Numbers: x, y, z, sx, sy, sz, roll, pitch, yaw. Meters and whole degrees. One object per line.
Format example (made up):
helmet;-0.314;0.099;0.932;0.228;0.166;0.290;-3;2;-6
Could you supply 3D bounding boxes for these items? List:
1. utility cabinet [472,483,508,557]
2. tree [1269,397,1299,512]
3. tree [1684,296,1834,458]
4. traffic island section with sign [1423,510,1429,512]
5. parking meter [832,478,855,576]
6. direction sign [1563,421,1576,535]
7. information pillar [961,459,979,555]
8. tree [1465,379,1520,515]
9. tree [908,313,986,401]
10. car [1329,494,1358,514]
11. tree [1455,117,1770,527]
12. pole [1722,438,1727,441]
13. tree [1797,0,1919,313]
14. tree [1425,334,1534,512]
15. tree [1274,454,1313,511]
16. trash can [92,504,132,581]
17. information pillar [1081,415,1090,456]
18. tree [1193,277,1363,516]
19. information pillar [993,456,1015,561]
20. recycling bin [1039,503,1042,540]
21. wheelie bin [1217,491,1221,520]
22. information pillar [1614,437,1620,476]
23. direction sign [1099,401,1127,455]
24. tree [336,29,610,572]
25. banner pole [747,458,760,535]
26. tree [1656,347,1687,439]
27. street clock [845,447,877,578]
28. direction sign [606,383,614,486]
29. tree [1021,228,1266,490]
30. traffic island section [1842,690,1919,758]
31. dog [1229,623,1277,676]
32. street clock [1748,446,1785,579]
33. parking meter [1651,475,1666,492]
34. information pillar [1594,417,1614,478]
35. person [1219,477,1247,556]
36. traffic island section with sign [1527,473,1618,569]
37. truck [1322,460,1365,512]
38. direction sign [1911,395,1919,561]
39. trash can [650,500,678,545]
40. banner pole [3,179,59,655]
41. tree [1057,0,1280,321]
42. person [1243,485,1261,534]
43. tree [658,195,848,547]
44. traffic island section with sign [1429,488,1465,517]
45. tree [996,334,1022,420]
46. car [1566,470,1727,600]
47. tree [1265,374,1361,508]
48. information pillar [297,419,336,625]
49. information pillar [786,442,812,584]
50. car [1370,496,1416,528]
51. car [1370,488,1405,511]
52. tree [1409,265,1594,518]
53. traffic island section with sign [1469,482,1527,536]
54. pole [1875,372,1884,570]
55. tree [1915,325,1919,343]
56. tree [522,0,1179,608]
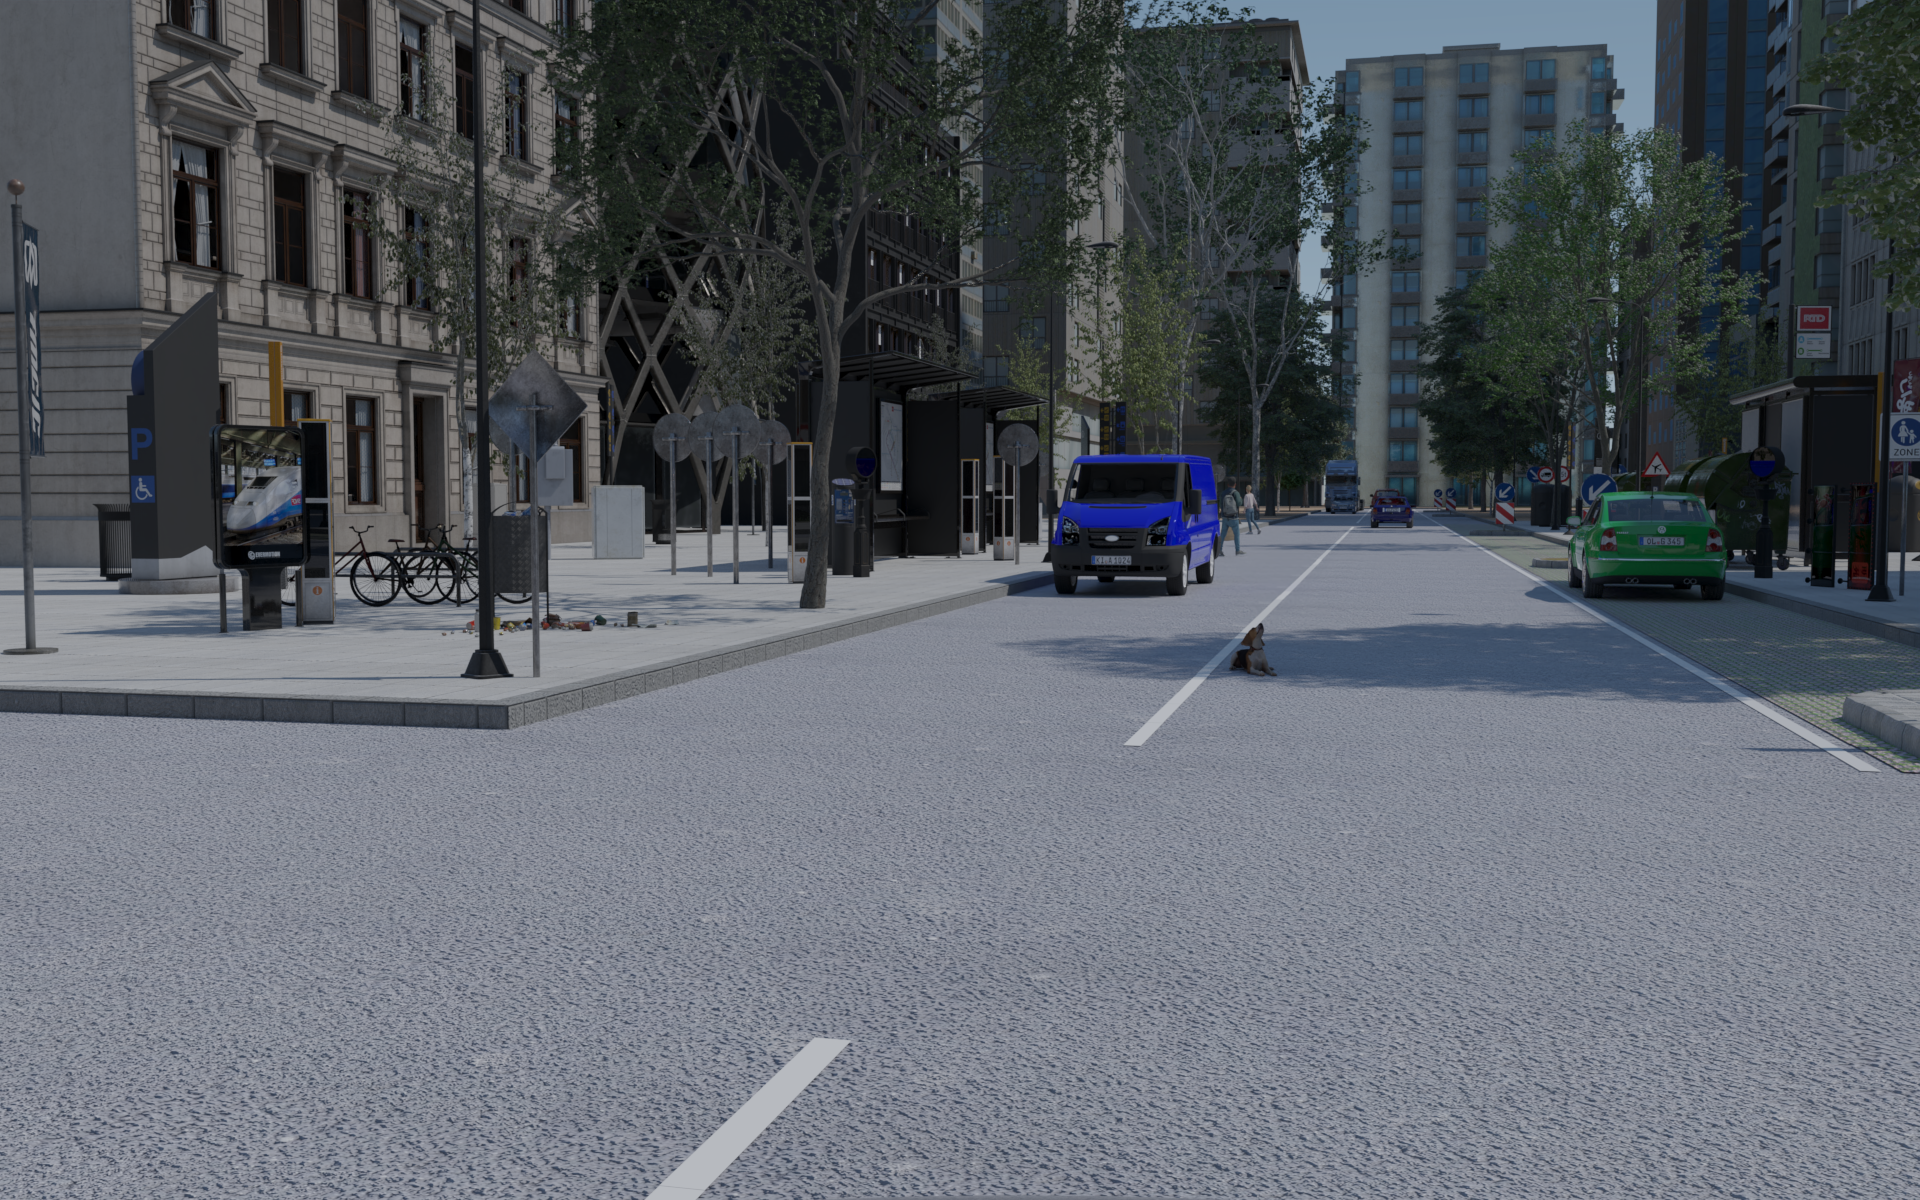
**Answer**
utility cabinet;-9.439;-1.593;34.723;0.318;1.500;1.173;-3;5;-39
tree;22.060;-10.424;120.797;4.737;8.622;4.395;0;3;0
tree;30.594;-7.040;65.474;4.737;8.622;4.395;0;3;0
traffic island section with sign;37.337;-7.774;135.735;1.989;1.847;2.006;1;4;14
parking meter;-1.840;-1.161;27.388;0.372;1.533;0.369;0;3;0
direction sign;19.150;-3.813;54.335;0.379;3.537;0.876;2;4;34
information pillar;0.212;-1.964;36.605;0.304;2.012;0.304;1;4;18
tree;31.943;-9.387;103.838;4.737;8.622;4.395;0;3;0
tree;-0.412;-7.317;69.988;4.360;8.622;3.978;0;3;0
car;27.699;-6.912;125.008;2.014;1.417;4.499;1;4;14
tree;17.672;-7.412;46.943;9.928;11.665;9.643;0;3;0
pole;27.697;-4.219;62.818;0.158;3.312;0.155;0;3;0
tree;11.130;-5.952;15.448;7.486;12.596;7.792;0;3;0
tree;37.407;-12.467;121.964;7.486;12.596;7.792;0;3;0
tree;25.254;-9.119;132.816;4.285;4.588;4.351;0;3;0
trash can;-12.444;-0.860;25.710;0.748;1.137;0.748;0;3;0
information pillar;3.709;-3.671;51.374;0.183;3.616;0.504;-1;4;-21
tree;18.326;-11.905;101.309;9.857;13.997;8.962;0;3;0
information pillar;0.846;-1.763;33.309;0.304;2.012;0.304;-3;5;-40
recycling bin;1.876;-2.213;48.738;0.722;1.027;0.722;1;4;19
wheelie bin;11.352;-4.299;78.198;0.693;1.594;0.980;-2;4;-27
information pillar;27.085;-4.907;71.582;0.183;3.616;0.504;0;4;-6
direction sign;3.765;-3.101;42.695;0.379;3.537;0.876;-3;5;-42
tree;-7.898;-4.778;28.489;4.360;8.622;3.978;0;3;0
banner pole;-6.430;-3.916;54.041;0.401;3.779;0.863;0;4;2
tree;32.235;-7.588;74.425;4.737;8.622;4.395;0;3;0
street clock;-1.520;-1.350;26.642;0.358;2.002;0.471;3;5;41
direction sign;-7.200;-2.676;35.746;0.379;3.537;0.876;0;4;-4
tree;4.966;-5.920;47.154;4.737;8.622;4.395;0;3;0
traffic island section;6.327;0.761;9.840;2.009;0.180;2.903;1;4;14
dog;2.421;0.379;13.993;0.550;0.427;0.748;2;4;33
street clock;12.255;-1.333;26.357;0.358;2.002;0.471;-2;4;-28
parking meter;20.973;-2.834;52.053;0.255;1.863;0.399;-1;4;-23
information pillar;19.655;-3.777;53.104;0.504;3.616;0.183;-1;4;-10
person;6.154;-1.900;39.552;0.713;1.824;0.794;-2;4;-26
traffic island section with sign;12.233;-1.535;33.723;1.989;1.847;2.006;1;4;14
truck;31.824;-9.364;142.852;2.967;4.110;18.799;1;4;15
direction sign;18.433;-2.511;33.054;0.379;3.537;0.876;-3;5;-39
trash can;-7.543;-1.989;44.170;0.748;1.137;0.748;0;3;0
banner pole;-7.561;-1.473;14.098;0.401;3.779;0.863;-1;4;-14
tree;9.187;-12.667;62.994;12.611;20.169;13.585;0;3;0
person;10.416;-3.196;61.434;0.598;1.740;0.731;2;4;33
tree;-4.916;-5.609;42.072;4.360;8.622;3.978;0;3;0
traffic island section with sign;30.833;-6.157;109.287;1.989;1.847;2.006;1;4;14
tree;3.371;-7.855;78.791;4.737;8.622;4.395;0;3;0
car;9.760;-0.979;24.797;1.959;1.807;4.718;1;4;15
tree;31.967;-14.855;159.893;9.611;12.733;9.660;0;3;0
information pillar;-6.339;-0.770;17.076;0.304;2.012;0.304;-1;4;-16
information pillar;-2.295;-1.242;24.794;0.304;2.012;0.304;-1;4;-19
car;18.473;-3.755;73.968;1.945;1.354;3.894;1;4;15
car;28.658;-6.577;116.212;2.281;1.827;5.304;1;4;14
tree;29.278;-11.465;94.106;9.857;13.997;8.962;0;3;0
traffic island section with sign;18.677;-3.136;59.900;1.989;1.847;2.006;1;4;14
pole;15.440;-2.154;29.062;0.158;3.312;0.155;0;3;0
tree;29.141;-6.046;49.212;4.737;8.622;4.395;0;3;0
tree;-1.349;-5.173;18.996;7.601;10.594;8.767;1;4;23
